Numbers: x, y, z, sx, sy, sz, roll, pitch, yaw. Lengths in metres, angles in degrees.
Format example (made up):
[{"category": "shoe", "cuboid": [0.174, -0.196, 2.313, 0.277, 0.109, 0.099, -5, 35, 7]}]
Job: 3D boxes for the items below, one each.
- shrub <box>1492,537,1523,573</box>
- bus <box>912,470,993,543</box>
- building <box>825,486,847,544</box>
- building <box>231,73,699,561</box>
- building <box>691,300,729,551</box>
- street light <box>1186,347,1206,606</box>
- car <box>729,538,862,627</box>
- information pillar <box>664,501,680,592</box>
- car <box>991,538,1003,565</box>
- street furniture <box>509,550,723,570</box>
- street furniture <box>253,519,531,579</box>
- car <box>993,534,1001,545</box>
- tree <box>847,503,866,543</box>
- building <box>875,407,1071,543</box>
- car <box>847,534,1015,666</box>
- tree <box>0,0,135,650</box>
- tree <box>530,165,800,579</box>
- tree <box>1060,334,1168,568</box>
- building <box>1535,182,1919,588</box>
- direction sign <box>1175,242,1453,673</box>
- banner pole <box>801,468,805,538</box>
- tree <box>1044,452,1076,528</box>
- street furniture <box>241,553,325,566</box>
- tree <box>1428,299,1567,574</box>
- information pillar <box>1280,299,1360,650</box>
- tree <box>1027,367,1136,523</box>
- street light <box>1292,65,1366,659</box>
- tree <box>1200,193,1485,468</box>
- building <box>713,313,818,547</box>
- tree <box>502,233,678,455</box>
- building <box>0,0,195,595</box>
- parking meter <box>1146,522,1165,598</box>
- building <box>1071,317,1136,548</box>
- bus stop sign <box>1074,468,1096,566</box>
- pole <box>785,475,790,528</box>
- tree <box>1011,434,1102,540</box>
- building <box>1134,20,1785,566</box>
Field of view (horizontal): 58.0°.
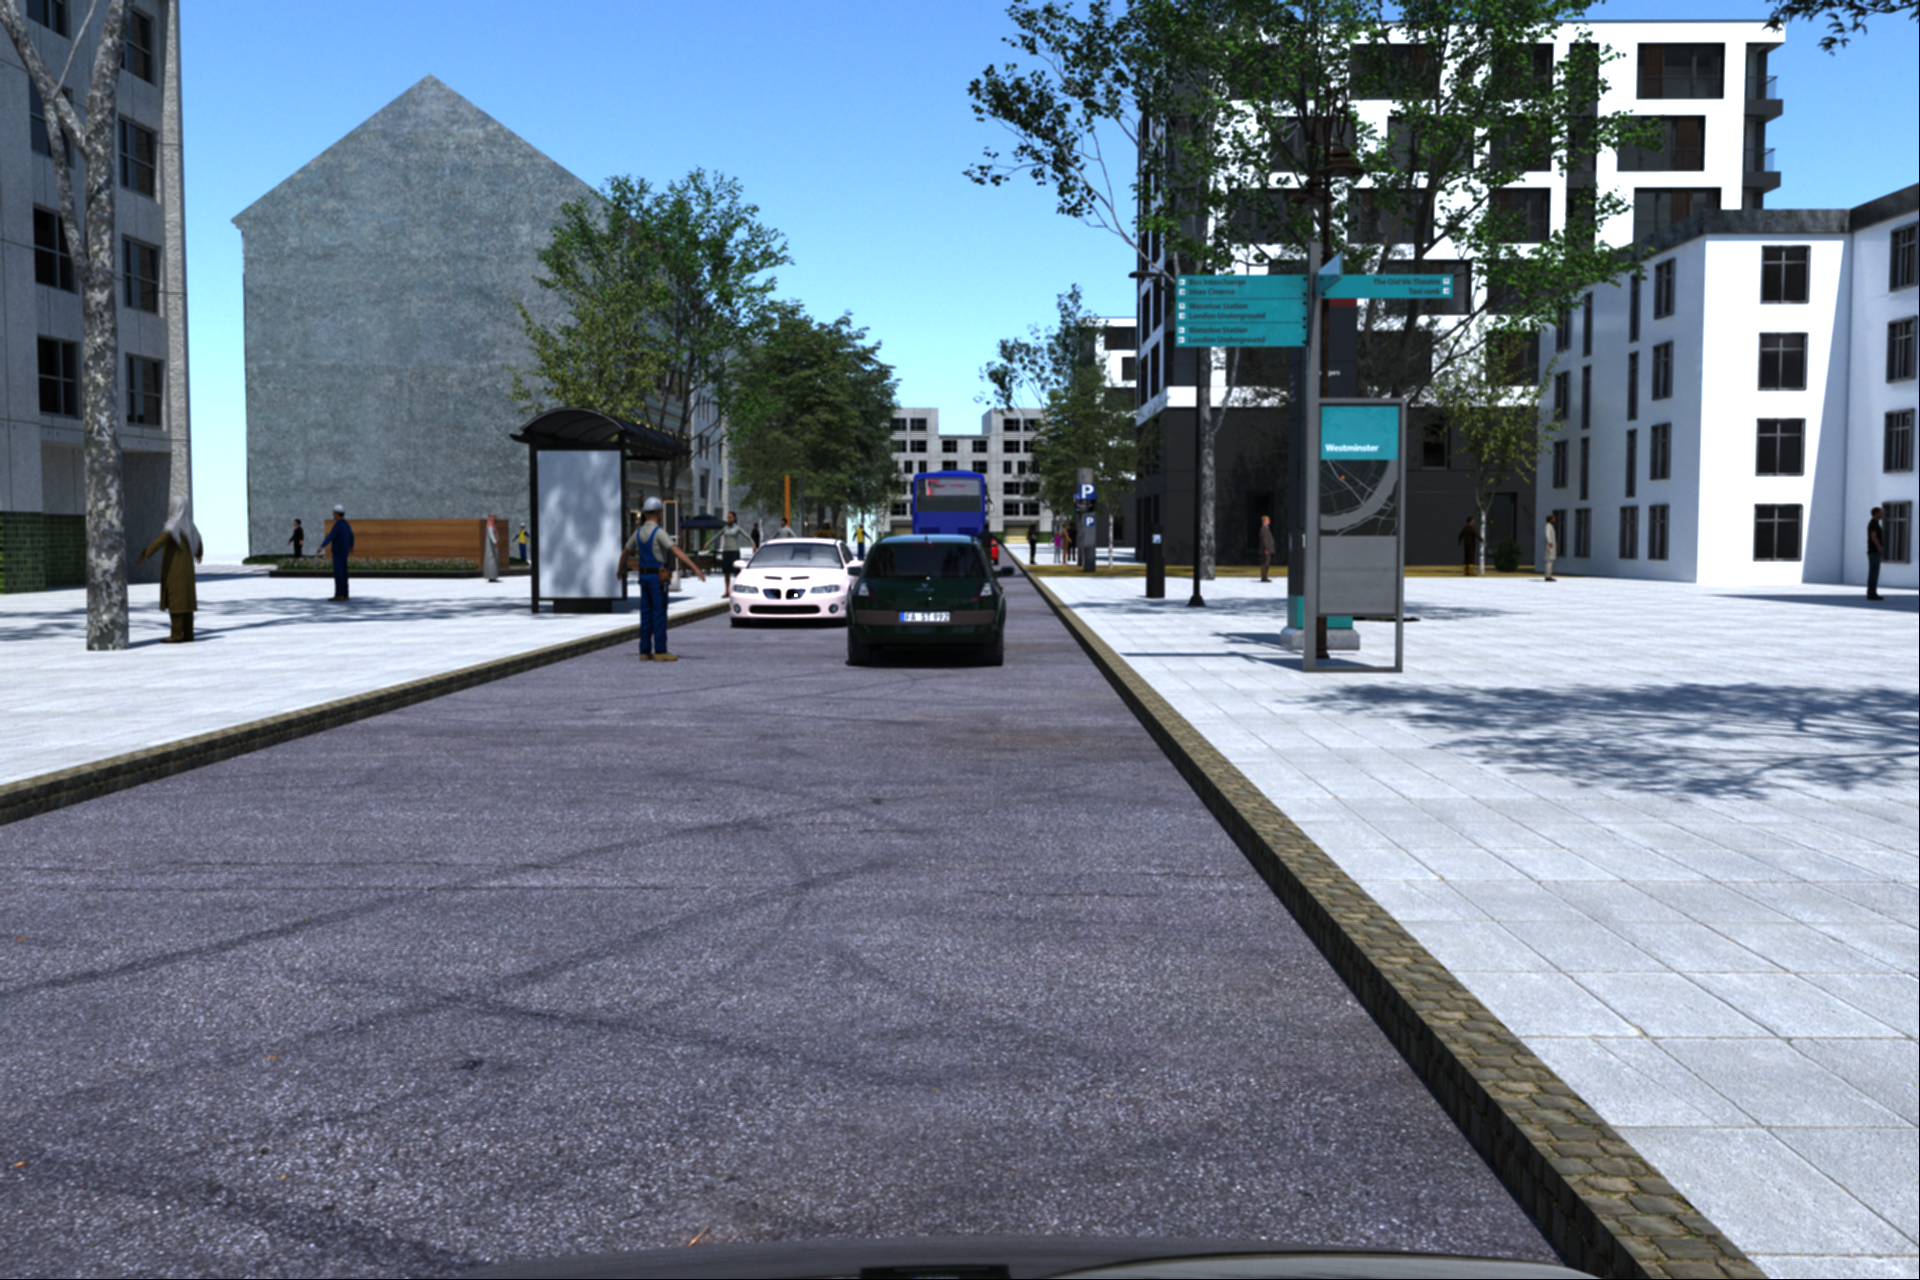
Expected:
[{"category": "shrub", "cuboid": [18.192, -2.841, 57.566, 1.383, 1.207, 1.383, 0, 3, 0]}, {"category": "bus", "cuboid": [-0.226, -4.529, 65.602, 2.896, 3.916, 12.251, 0, 4, 2]}, {"category": "building", "cuboid": [-24.704, -23.946, 222.451, 19.493, 23.208, 18.063, 0, 4, 2]}, {"category": "building", "cuboid": [-25.085, -15.985, 92.280, 19.493, 23.208, 18.063, 0, 4, 1]}, {"category": "building", "cuboid": [-27.575, -15.841, 125.458, 16.747, 18.905, 31.486, 0, 4, 1]}, {"category": "street light", "cuboid": [4.756, -3.555, 30.670, 1.470, 5.913, 1.316, 0, 4, 1]}, {"category": "car", "cuboid": [-2.593, -0.978, 28.354, 2.083, 1.381, 4.827, 0, 4, 1]}, {"category": "information pillar", "cuboid": [-6.394, -2.078, 38.471, 0.304, 2.012, 0.304, 0, 4, 2]}, {"category": "car", "cuboid": [0.933, -4.437, 81.582, 2.155, 1.783, 4.494, 0, 4, 1]}, {"category": "street furniture", "cuboid": [-13.343, -3.019, 64.989, 10.072, 0.657, 5.734, 1, 4, 8]}, {"category": "street furniture", "cuboid": [-17.837, -2.837, 53.243, 9.812, 1.723, 11.010, 1, 4, 12]}, {"category": "car", "cuboid": [1.973, -7.113, 128.098, 2.131, 1.459, 4.920, 0, 4, 1]}, {"category": "tree", "cuboid": [-14.768, -18.316, 249.831, 4.360, 8.622, 3.978, 0, 3, 0]}, {"category": "building", "cuboid": [3.780, -23.232, 248.755, 31.486, 18.905, 16.747, 0, 4, -4]}, {"category": "car", "cuboid": [-0.352, -0.640, 20.253, 2.009, 1.686, 4.222, 0, 4, 1]}, {"category": "tree", "cuboid": [-10.820, -9.991, 19.236, 12.611, 20.169, 13.585, 0, 3, 0]}, {"category": "tree", "cuboid": [-8.480, -7.594, 49.914, 9.928, 11.665, 9.643, 0, 3, 0]}, {"category": "tree", "cuboid": [5.428, -7.002, 64.852, 4.360, 8.622, 3.978, 0, 3, 0]}, {"category": "building", "cuboid": [23.730, -6.289, 44.972, 9.099, 9.664, 28.070, 0, 4, 1]}, {"category": "direction sign", "cuboid": [3.232, -1.630, 15.415, 2.525, 3.948, 1.411, 0, 4, 1]}, {"category": "banner pole", "cuboid": [-5.959, -4.640, 65.882, 0.401, 3.779, 0.863, 0, 4, 1]}, {"category": "tree", "cuboid": [8.985, -11.931, 145.441, 4.737, 8.622, 4.395, 0, 3, 0]}, {"category": "street furniture", "cuboid": [-24.617, -3.322, 69.933, 5.734, 0.657, 10.072, -3, 5, -42]}, {"category": "tree", "cuboid": [16.961, -6.416, 55.270, 4.737, 8.622, 4.395, 0, 3, 0]}, {"category": "information pillar", "cuboid": [4.040, -1.834, 19.360, 0.750, 3.857, 0.750, 0, 4, 1]}, {"category": "tree", "cuboid": [8.354, -12.155, 116.858, 7.486, 12.596, 7.792, 0, 3, 0]}, {"category": "street light", "cuboid": [3.736, -2.749, 17.735, 0.468, 5.910, 1.993, 0, 4, 1]}, {"category": "tree", "cuboid": [13.968, -9.360, 63.400, 12.009, 13.543, 11.850, 0, 3, 0]}, {"category": "building", "cuboid": [-23.980, -21.016, 174.543, 19.493, 23.208, 18.063, 0, 4, 2]}, {"category": "tree", "cuboid": [-8.664, -5.588, 41.724, 4.737, 8.622, 4.395, 0, 3, 0]}, {"category": "building", "cuboid": [-28.748, -9.972, 29.498, 16.747, 18.905, 31.486, 0, 4, 1]}, {"category": "parking meter", "cuboid": [3.917, -1.606, 34.675, 0.372, 1.533, 0.369, 0, 3, 0]}, {"category": "building", "cuboid": [25.376, -20.513, 179.365, 27.936, 21.610, 32.646, 0, 4, 1]}, {"category": "bus stop sign", "cuboid": [4.996, -4.895, 69.053, 0.837, 3.901, 0.837, 0, 4, 1]}, {"category": "pole", "cuboid": [-5.980, -4.051, 60.083, 0.158, 3.312, 0.155, 0, 3, 0]}, {"category": "tree", "cuboid": [8.833, -13.693, 158.286, 8.767, 10.594, 7.601, 0, 4, 5]}, {"category": "building", "cuboid": [22.439, -14.780, 85.630, 27.936, 21.610, 32.646, 0, 4, 1]}]
